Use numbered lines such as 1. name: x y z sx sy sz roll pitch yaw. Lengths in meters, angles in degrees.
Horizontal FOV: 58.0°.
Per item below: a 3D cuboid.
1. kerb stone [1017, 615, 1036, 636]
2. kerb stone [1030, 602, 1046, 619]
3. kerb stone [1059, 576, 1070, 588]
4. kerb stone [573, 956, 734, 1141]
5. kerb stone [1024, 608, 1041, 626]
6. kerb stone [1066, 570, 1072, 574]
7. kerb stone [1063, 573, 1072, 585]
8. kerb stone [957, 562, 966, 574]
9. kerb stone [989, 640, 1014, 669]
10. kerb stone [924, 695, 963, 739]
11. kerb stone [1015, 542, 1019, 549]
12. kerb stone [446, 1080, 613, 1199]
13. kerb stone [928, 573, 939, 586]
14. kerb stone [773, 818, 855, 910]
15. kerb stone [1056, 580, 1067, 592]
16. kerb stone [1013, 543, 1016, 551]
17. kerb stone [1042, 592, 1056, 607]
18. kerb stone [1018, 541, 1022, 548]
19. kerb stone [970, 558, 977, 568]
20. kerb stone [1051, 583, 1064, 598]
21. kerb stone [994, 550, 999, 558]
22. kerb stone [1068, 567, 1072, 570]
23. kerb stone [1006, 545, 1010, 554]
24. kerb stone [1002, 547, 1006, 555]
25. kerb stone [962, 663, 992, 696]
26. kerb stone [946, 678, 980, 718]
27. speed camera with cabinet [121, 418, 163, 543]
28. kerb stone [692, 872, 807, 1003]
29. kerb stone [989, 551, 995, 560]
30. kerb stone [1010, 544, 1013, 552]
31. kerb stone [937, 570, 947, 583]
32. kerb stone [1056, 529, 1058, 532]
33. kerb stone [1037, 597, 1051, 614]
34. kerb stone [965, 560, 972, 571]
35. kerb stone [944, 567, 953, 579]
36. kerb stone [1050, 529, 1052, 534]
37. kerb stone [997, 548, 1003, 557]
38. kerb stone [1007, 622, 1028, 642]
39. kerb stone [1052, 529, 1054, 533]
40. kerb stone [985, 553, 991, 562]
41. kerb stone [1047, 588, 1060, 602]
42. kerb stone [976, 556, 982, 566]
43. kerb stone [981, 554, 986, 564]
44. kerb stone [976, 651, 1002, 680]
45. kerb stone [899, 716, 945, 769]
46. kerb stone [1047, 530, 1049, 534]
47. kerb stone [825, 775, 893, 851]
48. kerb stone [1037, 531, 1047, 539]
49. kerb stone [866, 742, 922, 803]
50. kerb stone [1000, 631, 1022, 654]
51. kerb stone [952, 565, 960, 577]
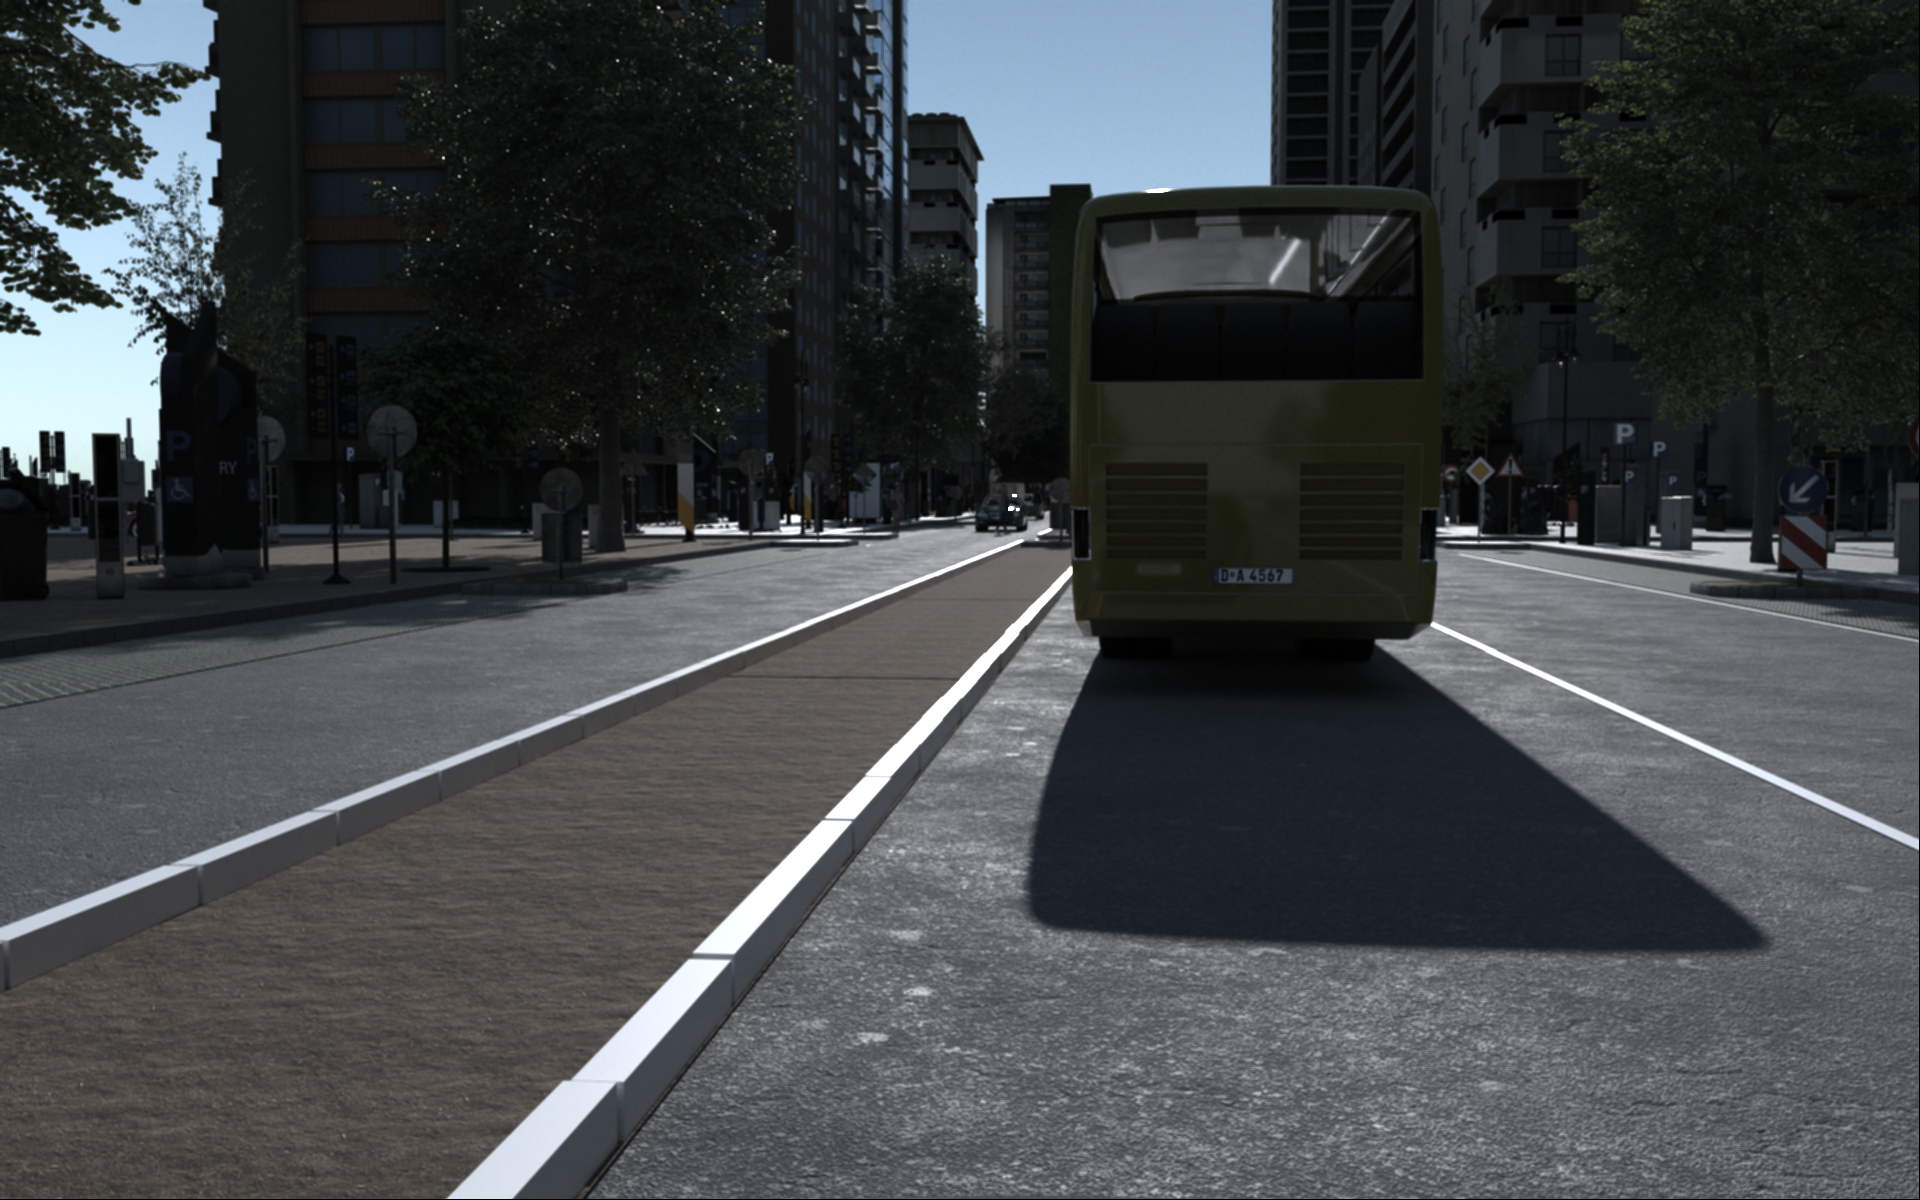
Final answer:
1. kerb stone: 0.649 0.283 17.564 0.120 0.150 1.000 0 4 6
2. kerb stone: 0.858 0.158 19.605 0.120 0.150 1.000 0 4 6
3. kerb stone: 1.512 -0.217 25.741 0.120 0.150 1.000 0 4 6
4. kerb stone: -0.744 1.101 4.305 0.120 0.150 1.000 0 4 6
5. kerb stone: 0.755 0.221 18.588 0.120 0.150 1.000 0 4 6
6. kerb stone: 1.728 -0.342 27.780 0.120 0.150 1.000 0 4 6
7. kerb stone: 1.621 -0.279 26.757 0.120 0.150 1.000 0 4 6
8. kerb stone: -0.048 -0.534 30.967 0.120 0.150 1.000 0 4 6
9. kerb stone: 0.330 0.471 14.502 0.120 0.150 1.000 0 4 6
10. kerb stone: -0.107 0.719 10.433 0.120 0.150 1.000 0 4 6
11. kerb stone: 1.344 -1.347 44.223 0.120 0.150 1.000 0 4 6
12. kerb stone: -0.860 1.156 3.290 0.120 0.150 1.000 0 4 6
13. kerb stone: -0.483 -0.287 26.887 0.120 0.150 1.000 0 4 6
14. kerb stone: -0.537 0.979 6.355 0.120 0.150 1.000 0 4 6
15. kerb stone: 1.402 -0.153 24.719 0.120 0.150 1.000 0 4 6
16. kerb stone: 1.245 -1.284 43.196 0.120 0.150 1.000 0 4 6
17. kerb stone: 1.080 0.035 21.648 0.120 0.150 1.000 0 4 6
18. kerb stone: 1.457 -1.409 45.239 0.120 0.150 1.000 0 4 6
19. kerb stone: 0.160 -0.662 33.013 0.120 0.150 1.000 0 4 6
20. kerb stone: 1.302 -0.091 23.689 0.120 0.150 1.000 0 4 6
21. kerb stone: 0.696 -0.973 38.108 0.120 0.150 1.000 0 4 6
22. kerb stone: 1.843 -0.404 28.796 0.120 0.150 1.000 0 4 6
23. kerb stone: 1.025 -1.159 41.163 0.120 0.150 1.000 0 4 6
24. kerb stone: 0.916 -1.098 40.147 0.120 0.150 1.000 0 4 6
25. kerb stone: 0.111 0.597 12.470 0.120 0.150 1.000 0 4 6
26. kerb stone: 0.007 0.659 11.453 0.120 0.150 1.000 0 4 6
27. speed camera with cabinet: -21.213 -3.143 45.727 2.038 3.252 0.660 -3 5 -40
28. kerb stone: -0.637 1.032 5.337 0.120 0.150 1.000 0 4 6
29. kerb stone: 0.597 -0.911 37.091 0.120 0.150 1.000 0 4 6
30. kerb stone: 1.135 -1.214 42.180 0.120 0.150 1.000 0 4 6
31. kerb stone: -0.369 -0.344 27.905 0.120 0.150 1.000 0 4 6
32. kerb stone: 3.446 -2.560 64.148 0.120 0.150 1.000 0 4 6
33. kerb stone: 0.970 0.096 20.621 0.120 0.150 1.000 0 4 6
34. kerb stone: 0.057 -0.599 31.996 0.120 0.150 1.000 0 4 6
35. kerb stone: -0.269 -0.411 28.926 0.120 0.150 1.000 0 4 6
36. kerb stone: 3.021 -2.317 60.071 0.120 0.150 1.000 0 4 6
37. kerb stone: 0.808 -1.036 39.131 0.120 0.150 1.000 0 4 6
38. kerb stone: 0.530 0.345 16.549 0.120 0.150 1.000 0 4 6
39. kerb stone: 3.125 -2.378 61.092 0.120 0.150 1.000 0 4 6
40. kerb stone: 0.485 -0.848 36.068 0.120 0.150 1.000 0 4 6
41. kerb stone: 1.191 -0.026 22.668 0.120 0.150 1.000 0 4 6
42. kerb stone: 0.273 -0.724 34.034 0.120 0.150 1.000 0 4 6
43. kerb stone: 0.380 -0.786 35.052 0.120 0.150 1.000 0 4 6
44. kerb stone: 0.210 0.537 13.487 0.120 0.150 1.000 0 4 6
45. kerb stone: -0.209 0.782 9.404 0.120 0.150 1.000 0 4 6
46. kerb stone: 2.805 -2.192 58.029 0.120 0.150 1.000 0 4 6
47. kerb stone: -0.426 0.911 7.370 0.120 0.150 1.000 0 4 6
48. kerb stone: 2.695 -2.129 57.012 0.120 0.150 1.000 0 4 6
49. kerb stone: -0.321 0.845 8.388 0.120 0.150 1.000 0 4 6
50. kerb stone: 0.435 0.412 15.525 0.120 0.150 1.000 0 4 6
51. kerb stone: -0.154 -0.474 29.941 0.120 0.150 1.000 0 4 6
